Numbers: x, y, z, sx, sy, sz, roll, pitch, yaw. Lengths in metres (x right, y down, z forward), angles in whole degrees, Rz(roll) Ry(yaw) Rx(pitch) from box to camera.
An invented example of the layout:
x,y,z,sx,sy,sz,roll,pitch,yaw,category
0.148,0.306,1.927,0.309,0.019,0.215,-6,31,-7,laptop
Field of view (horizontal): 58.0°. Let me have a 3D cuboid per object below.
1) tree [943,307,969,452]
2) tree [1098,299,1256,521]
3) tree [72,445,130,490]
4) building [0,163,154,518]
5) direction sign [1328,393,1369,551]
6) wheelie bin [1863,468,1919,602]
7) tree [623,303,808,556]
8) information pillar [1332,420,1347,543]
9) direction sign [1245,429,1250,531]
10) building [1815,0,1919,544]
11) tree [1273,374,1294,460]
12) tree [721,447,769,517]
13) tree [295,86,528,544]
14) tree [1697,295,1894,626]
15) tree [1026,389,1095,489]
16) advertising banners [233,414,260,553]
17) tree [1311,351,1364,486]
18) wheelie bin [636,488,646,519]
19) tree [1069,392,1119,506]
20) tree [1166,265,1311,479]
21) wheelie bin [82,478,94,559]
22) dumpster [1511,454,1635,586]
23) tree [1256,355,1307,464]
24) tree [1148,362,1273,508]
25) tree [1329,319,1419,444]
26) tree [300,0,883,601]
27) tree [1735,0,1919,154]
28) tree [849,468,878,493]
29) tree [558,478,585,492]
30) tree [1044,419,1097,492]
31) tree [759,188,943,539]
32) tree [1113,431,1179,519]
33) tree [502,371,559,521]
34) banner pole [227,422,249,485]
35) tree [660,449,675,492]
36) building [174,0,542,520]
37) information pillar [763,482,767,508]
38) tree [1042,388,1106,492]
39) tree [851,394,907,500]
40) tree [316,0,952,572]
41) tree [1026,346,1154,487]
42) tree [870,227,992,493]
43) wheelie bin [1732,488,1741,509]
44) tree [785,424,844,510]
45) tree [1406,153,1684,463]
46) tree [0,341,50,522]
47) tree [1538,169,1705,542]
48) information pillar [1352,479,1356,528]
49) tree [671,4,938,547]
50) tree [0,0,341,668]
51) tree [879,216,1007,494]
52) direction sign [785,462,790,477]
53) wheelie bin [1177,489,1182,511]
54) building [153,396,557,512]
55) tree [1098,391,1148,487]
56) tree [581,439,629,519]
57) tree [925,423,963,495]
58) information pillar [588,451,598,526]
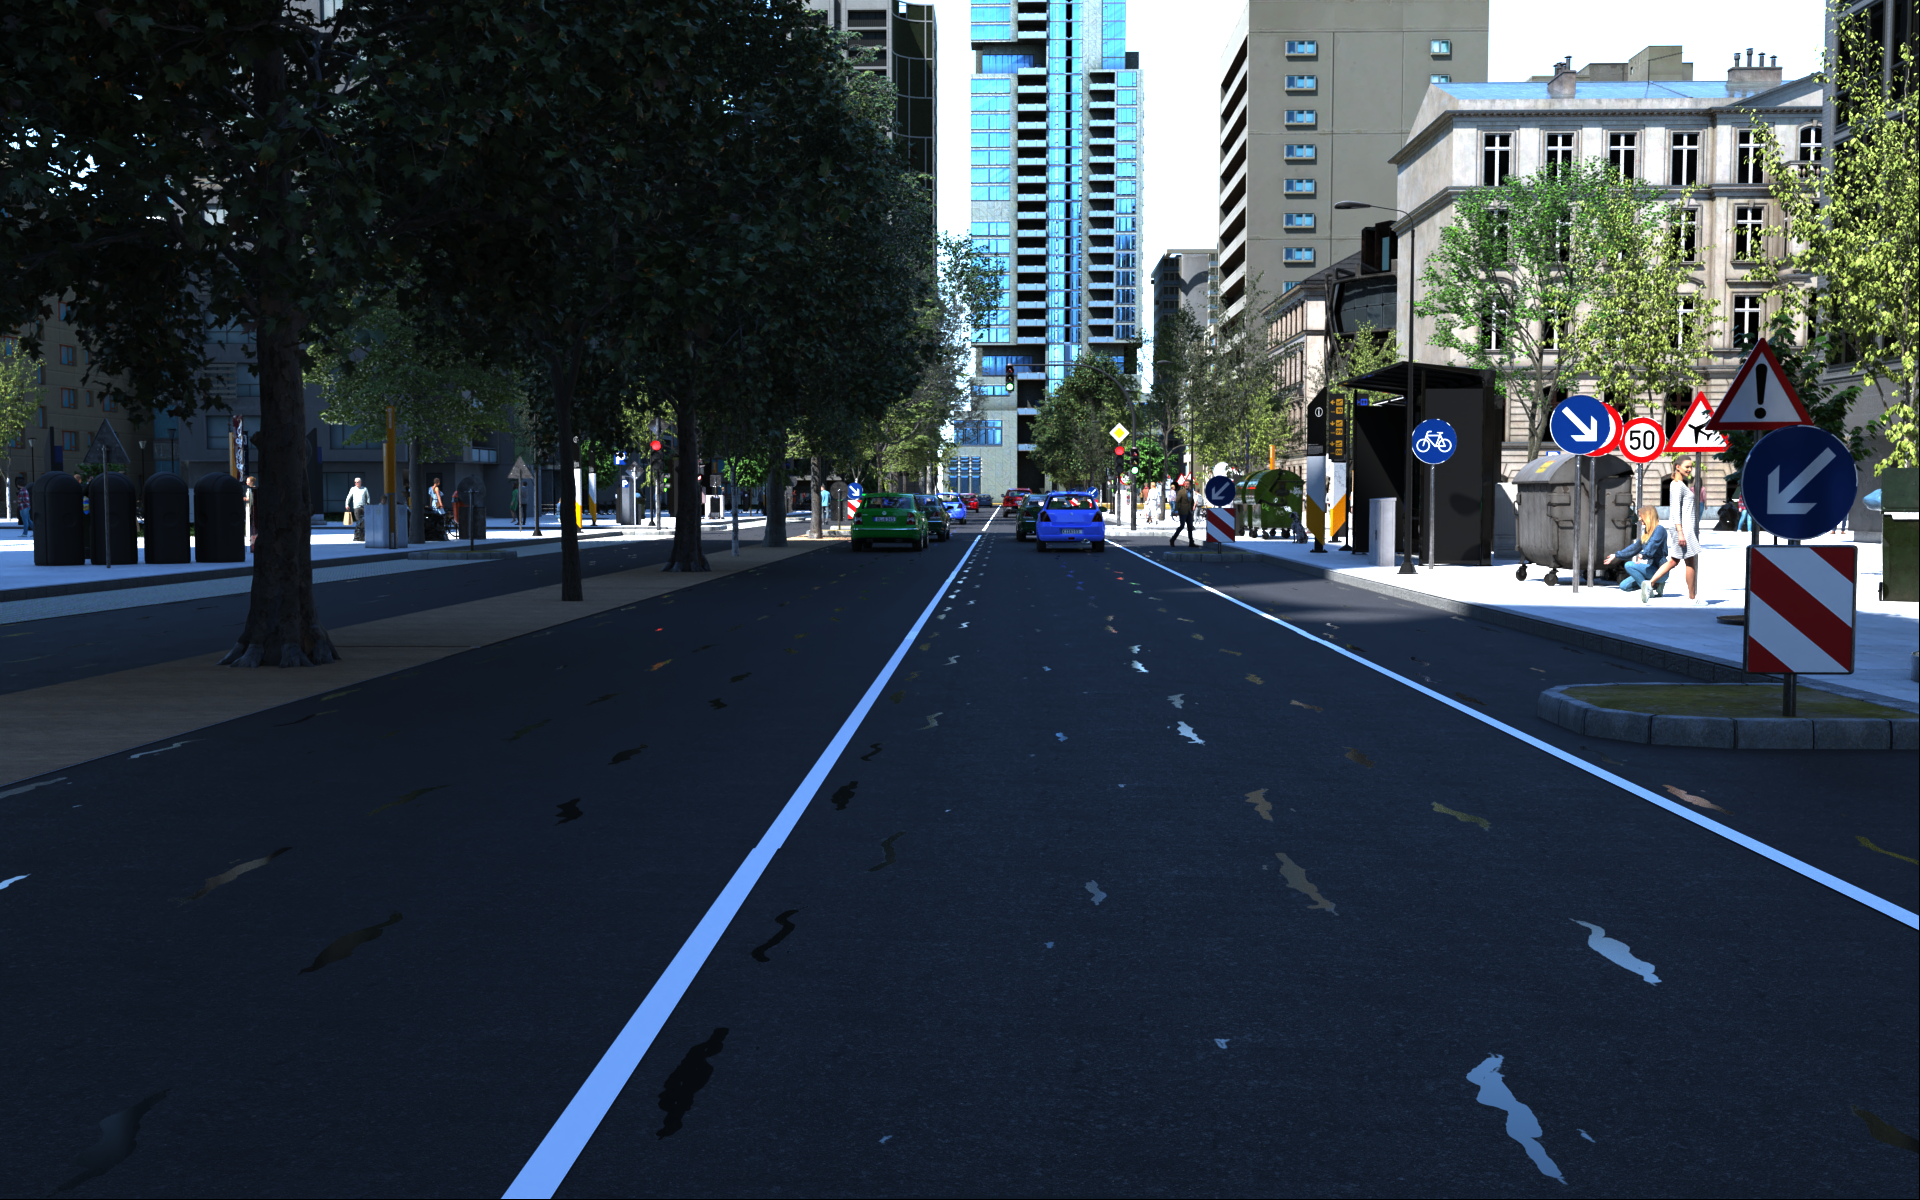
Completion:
x,y,z,sx,sy,sz,roll,pitch,yaw,category
-3.390,-10.343,89.700,7.486,12.596,7.792,0,3,0,tree
9.984,-9.057,82.496,7.601,10.594,8.767,1,4,11,tree
-29.100,-3.910,58.522,1.663,3.219,1.824,0,3,0,tree
-66.775,-15.530,98.960,28.899,21.520,27.650,0,4,2,building
8.759,-2.881,39.105,0.876,3.537,0.379,1,4,9,direction sign
11.366,-0.787,20.774,0.980,1.594,0.693,2,4,27,wheelie bin
-5.109,-5.281,39.162,4.737,8.622,4.395,0,3,0,tree
9.972,-3.322,45.676,0.504,3.616,0.183,-2,4,-33,information pillar
10.035,-4.191,60.528,0.379,3.537,0.876,0,4,4,direction sign
28.794,-12.934,30.534,14.314,24.678,30.058,0,4,2,building
17.364,-9.229,101.262,4.737,8.622,4.395,0,3,0,tree
-11.783,-6.966,97.610,4.285,4.588,4.351,0,3,0,tree
-14.085,-7.752,44.878,7.486,12.596,7.792,0,3,0,tree
7.925,-1.369,16.991,1.663,3.219,1.824,0,3,0,tree
11.766,-16.800,181.339,9.857,13.997,8.962,0,3,0,tree
-15.326,-2.535,37.628,2.074,3.025,0.090,3,5,45,advertising banners
19.135,-8.424,88.092,4.360,8.622,3.978,0,3,0,tree
-16.323,-4.899,88.013,0.693,1.594,0.980,-1,4,-17,wheelie bin
9.900,-10.634,124.226,4.360,8.622,3.978,0,3,0,tree
8.699,-6.408,55.136,4.360,8.622,3.978,0,3,0,tree
-17.194,-1.625,34.472,0.693,1.594,0.980,-1,4,-20,wheelie bin
8.760,-1.162,24.752,1.264,1.857,1.865,0,4,1,dumpster
19.570,-11.024,114.662,7.601,10.594,8.767,0,4,-6,tree
13.783,-8.877,95.509,4.737,8.622,4.395,0,3,0,tree
17.416,-7.474,72.564,4.737,8.622,4.395,0,3,0,tree
-5.143,-5.277,23.147,8.767,10.594,7.601,0,4,2,tree
13.411,-4.554,24.818,4.737,8.622,4.395,0,3,0,tree
-9.696,-12.304,184.886,4.285,4.588,4.351,0,3,0,tree
-22.369,-6.476,100.490,1.663,3.219,1.824,0,3,0,tree
11.811,-14.591,164.317,9.928,11.665,9.643,0,3,0,tree
-4.676,-8.232,55.174,7.486,12.596,7.792,0,3,0,tree
9.636,-6.523,90.359,4.285,4.588,4.351,0,3,0,tree
-20.080,-8.059,82.124,4.360,8.622,3.978,0,3,0,tree
-25.157,-4.299,60.304,0.863,3.779,0.401,0,4,-5,banner pole
-20.411,-8.489,122.515,4.285,4.588,4.351,0,3,0,tree
-30.624,-24.800,89.083,14.154,41.232,14.086,0,4,2,building
-12.990,-7.623,115.991,0.504,3.616,0.183,-3,4,-38,information pillar
11.118,-14.367,153.019,7.486,12.596,7.792,0,3,0,tree
-4.116,-7.149,69.705,4.737,8.622,4.395,0,3,0,tree
-5.024,-6.869,31.772,9.611,12.733,9.660,0,3,0,tree
10.228,-13.280,134.132,9.611,12.733,9.660,0,3,0,tree
-3.622,-10.142,78.649,12.009,13.543,11.850,0,3,0,tree
32.377,-3.897,71.630,0.693,1.594,0.980,-2,4,-27,wheelie bin
-11.196,-13.333,143.754,9.928,11.665,9.643,0,3,0,tree
17.658,-7.769,52.781,9.928,11.665,9.643,0,3,0,tree
-44.320,-7.930,80.024,4.737,8.622,4.395,0,3,0,tree
15.228,-5.410,38.809,4.737,8.622,4.395,0,3,0,tree
12.478,-3.045,54.286,0.304,2.012,0.304,2,4,28,information pillar
-4.998,-8.396,46.382,9.857,13.997,8.962,0,3,0,tree
-5.710,-5.807,14.405,9.611,12.733,9.660,0,3,0,tree
-3.701,-15.647,114.168,12.611,20.169,13.585,0,3,0,tree
-12.310,-7.885,120.921,0.876,3.537,0.379,-1,4,-19,direction sign
13.127,-5.764,102.156,0.693,1.594,0.980,-1,4,-14,wheelie bin
-40.110,-30.564,119.333,23.786,49.044,30.456,0,4,2,building
11.609,-10.296,118.696,4.737,8.622,4.395,0,3,0,tree
-18.910,-6.502,90.025,4.285,4.588,4.351,0,3,0,tree
-1.863,-11.279,137.234,4.737,8.622,4.395,0,3,0,tree
-14.742,-4.779,69.485,0.183,3.616,0.504,-3,4,-38,information pillar
